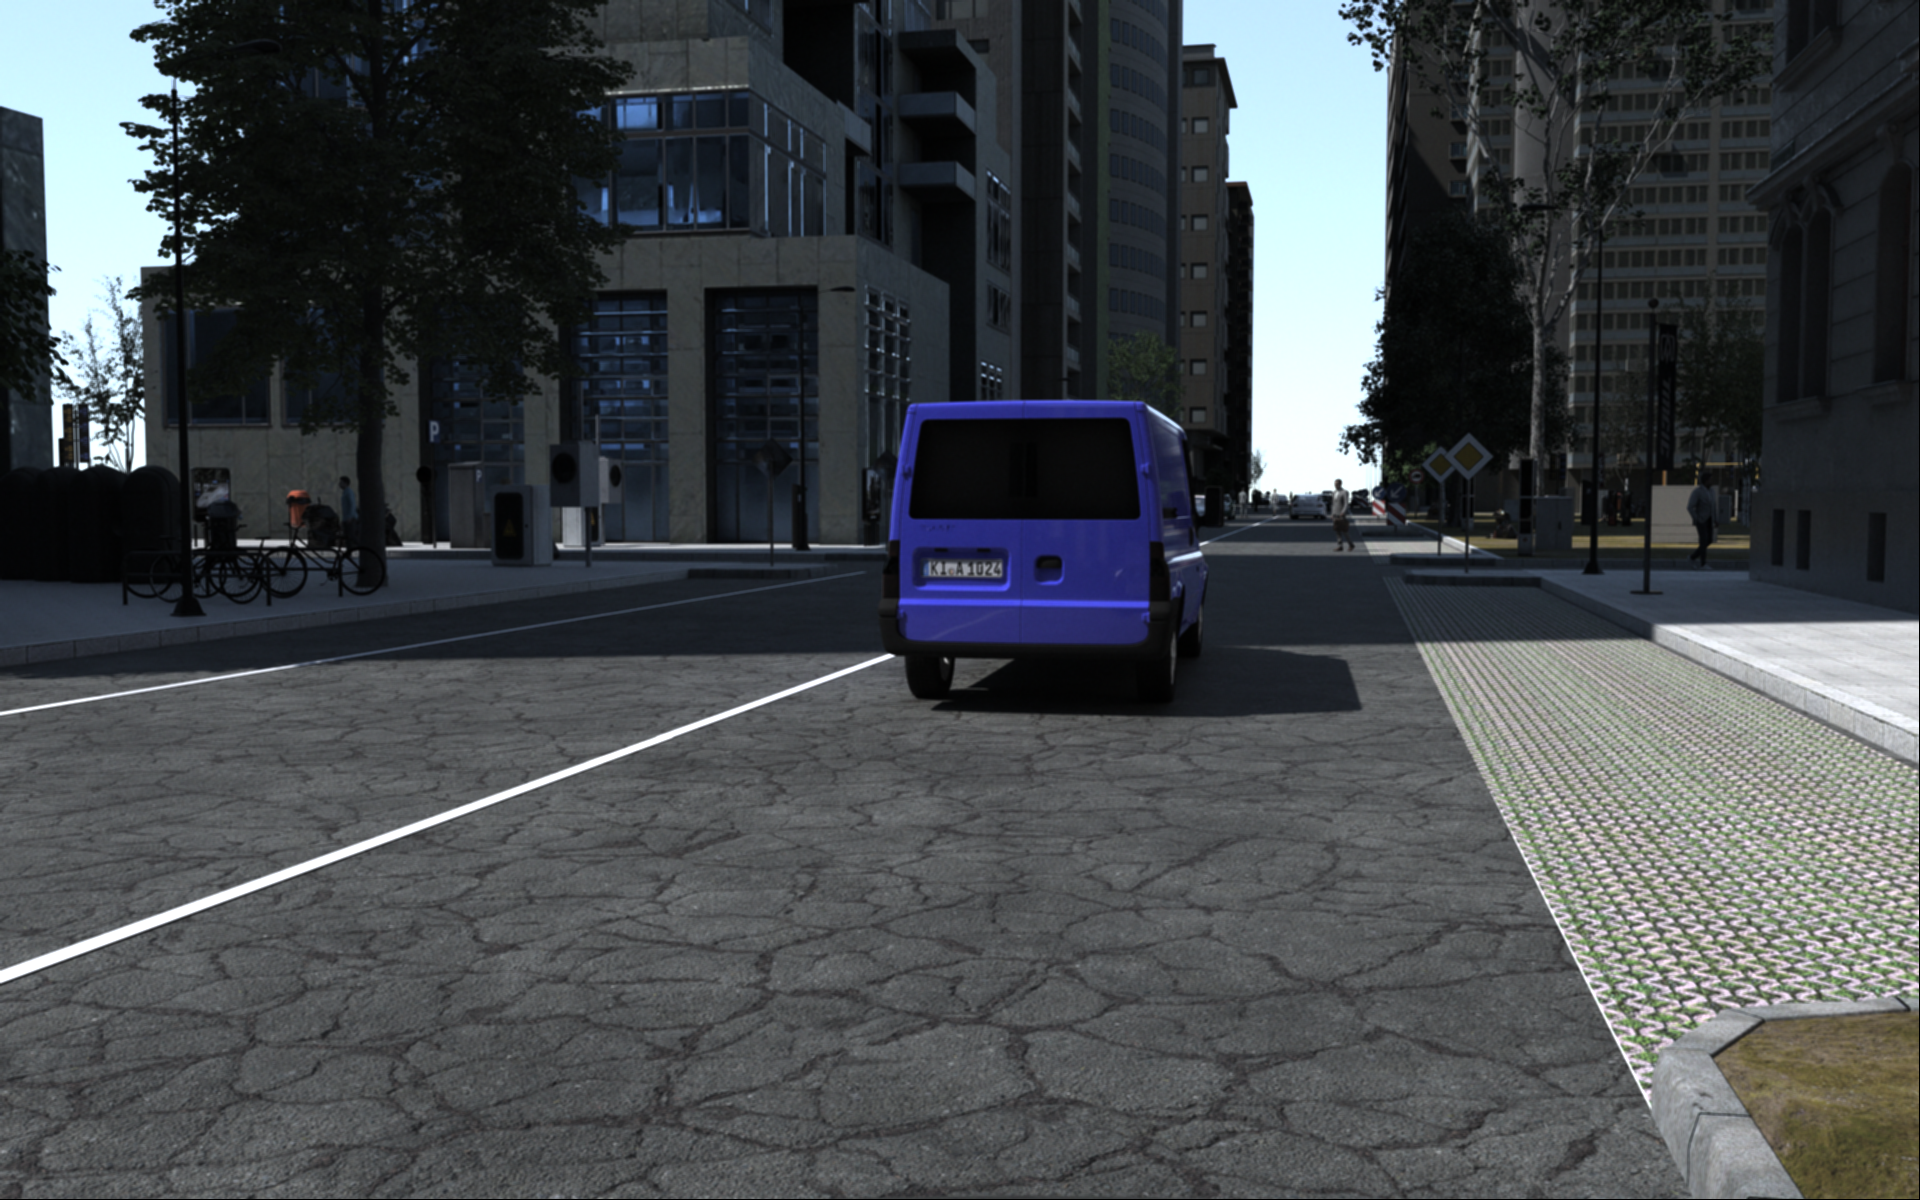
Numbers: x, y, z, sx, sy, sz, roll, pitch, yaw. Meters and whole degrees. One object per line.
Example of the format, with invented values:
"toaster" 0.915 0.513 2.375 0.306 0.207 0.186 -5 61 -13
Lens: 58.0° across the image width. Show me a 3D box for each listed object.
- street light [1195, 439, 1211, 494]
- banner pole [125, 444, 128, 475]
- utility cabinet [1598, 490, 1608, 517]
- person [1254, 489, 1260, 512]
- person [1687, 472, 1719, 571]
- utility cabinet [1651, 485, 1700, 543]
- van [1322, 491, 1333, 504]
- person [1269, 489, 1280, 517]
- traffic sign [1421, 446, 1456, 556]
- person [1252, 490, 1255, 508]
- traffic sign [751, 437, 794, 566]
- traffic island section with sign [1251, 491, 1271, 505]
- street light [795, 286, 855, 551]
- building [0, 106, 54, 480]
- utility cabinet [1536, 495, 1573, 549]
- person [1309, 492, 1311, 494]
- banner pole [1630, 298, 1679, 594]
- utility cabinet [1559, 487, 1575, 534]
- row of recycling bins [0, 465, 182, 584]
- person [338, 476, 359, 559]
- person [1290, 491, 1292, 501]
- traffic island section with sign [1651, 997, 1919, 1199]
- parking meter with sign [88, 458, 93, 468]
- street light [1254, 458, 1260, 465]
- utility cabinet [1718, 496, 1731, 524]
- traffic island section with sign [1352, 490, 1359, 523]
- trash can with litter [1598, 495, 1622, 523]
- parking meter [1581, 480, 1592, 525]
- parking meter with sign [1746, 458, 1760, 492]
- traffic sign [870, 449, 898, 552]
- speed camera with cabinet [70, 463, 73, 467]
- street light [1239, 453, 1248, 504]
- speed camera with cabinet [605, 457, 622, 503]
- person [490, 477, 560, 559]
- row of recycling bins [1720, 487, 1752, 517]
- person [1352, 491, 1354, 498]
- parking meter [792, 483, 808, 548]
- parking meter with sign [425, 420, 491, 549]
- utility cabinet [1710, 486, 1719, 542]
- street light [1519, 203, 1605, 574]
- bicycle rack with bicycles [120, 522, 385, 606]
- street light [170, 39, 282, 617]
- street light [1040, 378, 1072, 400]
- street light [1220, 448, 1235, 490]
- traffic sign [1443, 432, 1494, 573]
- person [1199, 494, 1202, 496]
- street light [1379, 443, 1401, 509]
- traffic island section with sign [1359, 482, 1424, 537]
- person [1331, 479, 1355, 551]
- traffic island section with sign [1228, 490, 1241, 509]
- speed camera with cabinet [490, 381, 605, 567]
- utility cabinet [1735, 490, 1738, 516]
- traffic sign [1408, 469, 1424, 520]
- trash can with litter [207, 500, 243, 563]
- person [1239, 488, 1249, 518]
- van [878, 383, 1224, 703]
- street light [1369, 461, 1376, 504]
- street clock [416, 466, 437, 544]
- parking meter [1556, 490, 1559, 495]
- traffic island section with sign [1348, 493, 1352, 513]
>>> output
"street light" 20.271 -10.550 145.031 1.470 5.913 1.316 1 4 12
"banner pole" -41.487 -5.892 86.352 0.401 3.779 0.863 -3 4 -37
"utility cabinet" 35.016 -5.219 94.002 1.173 1.500 0.318 -1 4 -20
"person" 24.156 -8.105 141.028 0.705 1.823 1.348 0 4 -8
"person" 13.927 -1.482 32.577 0.661 1.843 0.795 -2 4 -23
"utility cabinet" 18.475 -2.209 44.794 1.173 1.500 0.318 1 4 18
"van" 45.642 -12.726 215.089 2.013 2.044 4.112 1 4 12
"person" 19.618 -6.074 108.165 0.694 1.780 0.624 3 5 40
"traffic sign" 9.948 -1.973 35.903 0.795 2.450 0.064 1 4 12
"person" 30.396 -10.452 179.472 0.705 1.814 1.350 0 4 0
"traffic sign" -3.330 -1.652 30.655 0.795 2.450 0.064 1 4 12
"traffic island section with sign" 37.541 -12.738 216.892 1.989 1.847 2.006 1 4 12
"street light" -3.025 -4.061 38.941 1.470 5.913 1.316 1 4 12
"building" -33.222 -43.255 19.892 31.000 86.520 22.319 1 4 12
"utility cabinet" 13.689 -1.778 40.229 1.020 1.237 0.306 -1 4 -9
"person" 42.594 -12.294 210.223 0.721 1.743 1.217 -1 4 -22
"banner pole" 9.029 -1.979 22.370 0.863 3.779 0.401 -3 5 -40
"utility cabinet" 19.427 -2.865 55.519 0.318 1.500 1.173 1 4 9
"row of recycling bins" -12.836 -1.124 25.492 3.534 1.692 1.069 2 4 27
"person" -13.315 -1.800 37.943 0.620 1.820 0.660 -2 4 -35
"person" 45.706 -14.109 239.275 0.705 1.812 1.348 1 4 16
"traffic island section with sign" 2.478 0.324 3.324 1.989 1.847 2.006 1 4 12
"parking meter with sign" -41.610 -5.410 84.720 1.738 3.016 0.543 -1 4 -14
"street light" 37.832 -15.440 224.987 1.470 5.913 1.316 1 4 12
"utility cabinet" 32.512 -3.864 74.342 1.020 1.237 0.306 2 4 31
"traffic island section with sign" 20.357 -4.655 84.743 1.989 1.847 2.006 1 4 12
"trash can with litter" 29.424 -4.119 78.404 1.678 1.210 2.233 0 4 -5
"parking meter" 25.750 -4.001 71.128 0.399 1.863 0.255 -1 4 -15
"parking meter with sign" 39.207 -5.415 84.800 1.738 3.016 0.543 -2 4 -26
"traffic sign" -1.617 -2.129 38.454 0.795 2.450 0.064 1 4 12
"speed camera with cabinet" -32.147 -4.268 64.115 2.038 3.252 0.660 -3 5 -39
"street light" 31.259 -13.580 194.571 1.470 5.913 1.316 1 4 12
"speed camera with cabinet" -9.016 -2.944 42.474 0.660 3.252 2.038 1 4 16
"person" -9.658 -1.802 38.176 1.509 1.804 0.699 1 4 18
"row of recycling bins" 43.772 -5.399 95.382 3.534 1.692 1.069 2 4 26
"person" 50.388 -13.039 221.779 0.705 1.812 1.348 2 4 24
"parking meter" -3.814 -2.007 41.230 0.372 1.533 0.369 0 3 0
"parking meter with sign" -11.604 -2.717 40.682 1.738 3.016 0.543 1 4 12
"utility cabinet" 19.343 -2.247 45.409 1.173 1.500 0.318 -2 4 -28
"street light" 9.639 -3.377 27.748 1.470 5.913 1.316 1 4 12
"bicycle rack with bicycles" -8.850 -0.465 20.982 2.925 0.926 2.852 0 4 8
"street light" -7.617 -2.779 17.978 1.470 5.913 1.316 1 4 12
"street light" 3.778 -5.927 69.449 1.470 5.913 1.316 1 4 12
"street light" 26.923 -12.402 175.310 1.470 5.913 1.316 1 4 12
"traffic sign" 8.235 -1.496 28.103 0.795 2.450 0.064 1 4 12
"person" 16.233 -6.468 117.467 0.599 1.433 0.991 2 4 33
"street light" 30.363 -9.117 121.600 1.470 5.913 1.316 1 4 12
"traffic island section with sign" 14.541 -3.036 58.262 1.989 1.847 2.006 1 4 12
"person" 9.560 -2.140 43.602 0.853 1.813 0.709 -2 4 -35
"traffic island section with sign" 25.519 -9.391 162.174 1.989 1.847 2.006 1 4 12
"speed camera with cabinet" -7.358 -2.218 30.606 2.038 3.252 0.660 2 4 27
"utility cabinet" 44.387 -5.454 97.857 1.173 1.500 0.318 -1 4 -17
"traffic sign" 22.859 -5.302 86.797 0.768 2.556 0.104 1 4 15
"trash can with litter" -13.779 -1.291 32.497 0.624 1.170 1.055 -1 4 -22
"person" 17.178 -5.893 104.953 0.635 1.810 0.391 2 4 34
"van" 0.888 -0.569 13.690 2.240 2.365 5.245 1 4 11
"street light" 36.922 -10.970 151.899 1.470 5.913 1.316 1 4 12
"street clock" -13.604 -2.426 44.230 0.471 2.002 0.358 1 4 17
"parking meter" 34.204 -5.533 98.877 0.372 1.533 0.369 0 3 0
"traffic island section with sign" 31.136 -7.654 133.778 1.989 1.847 2.006 1 4 12
